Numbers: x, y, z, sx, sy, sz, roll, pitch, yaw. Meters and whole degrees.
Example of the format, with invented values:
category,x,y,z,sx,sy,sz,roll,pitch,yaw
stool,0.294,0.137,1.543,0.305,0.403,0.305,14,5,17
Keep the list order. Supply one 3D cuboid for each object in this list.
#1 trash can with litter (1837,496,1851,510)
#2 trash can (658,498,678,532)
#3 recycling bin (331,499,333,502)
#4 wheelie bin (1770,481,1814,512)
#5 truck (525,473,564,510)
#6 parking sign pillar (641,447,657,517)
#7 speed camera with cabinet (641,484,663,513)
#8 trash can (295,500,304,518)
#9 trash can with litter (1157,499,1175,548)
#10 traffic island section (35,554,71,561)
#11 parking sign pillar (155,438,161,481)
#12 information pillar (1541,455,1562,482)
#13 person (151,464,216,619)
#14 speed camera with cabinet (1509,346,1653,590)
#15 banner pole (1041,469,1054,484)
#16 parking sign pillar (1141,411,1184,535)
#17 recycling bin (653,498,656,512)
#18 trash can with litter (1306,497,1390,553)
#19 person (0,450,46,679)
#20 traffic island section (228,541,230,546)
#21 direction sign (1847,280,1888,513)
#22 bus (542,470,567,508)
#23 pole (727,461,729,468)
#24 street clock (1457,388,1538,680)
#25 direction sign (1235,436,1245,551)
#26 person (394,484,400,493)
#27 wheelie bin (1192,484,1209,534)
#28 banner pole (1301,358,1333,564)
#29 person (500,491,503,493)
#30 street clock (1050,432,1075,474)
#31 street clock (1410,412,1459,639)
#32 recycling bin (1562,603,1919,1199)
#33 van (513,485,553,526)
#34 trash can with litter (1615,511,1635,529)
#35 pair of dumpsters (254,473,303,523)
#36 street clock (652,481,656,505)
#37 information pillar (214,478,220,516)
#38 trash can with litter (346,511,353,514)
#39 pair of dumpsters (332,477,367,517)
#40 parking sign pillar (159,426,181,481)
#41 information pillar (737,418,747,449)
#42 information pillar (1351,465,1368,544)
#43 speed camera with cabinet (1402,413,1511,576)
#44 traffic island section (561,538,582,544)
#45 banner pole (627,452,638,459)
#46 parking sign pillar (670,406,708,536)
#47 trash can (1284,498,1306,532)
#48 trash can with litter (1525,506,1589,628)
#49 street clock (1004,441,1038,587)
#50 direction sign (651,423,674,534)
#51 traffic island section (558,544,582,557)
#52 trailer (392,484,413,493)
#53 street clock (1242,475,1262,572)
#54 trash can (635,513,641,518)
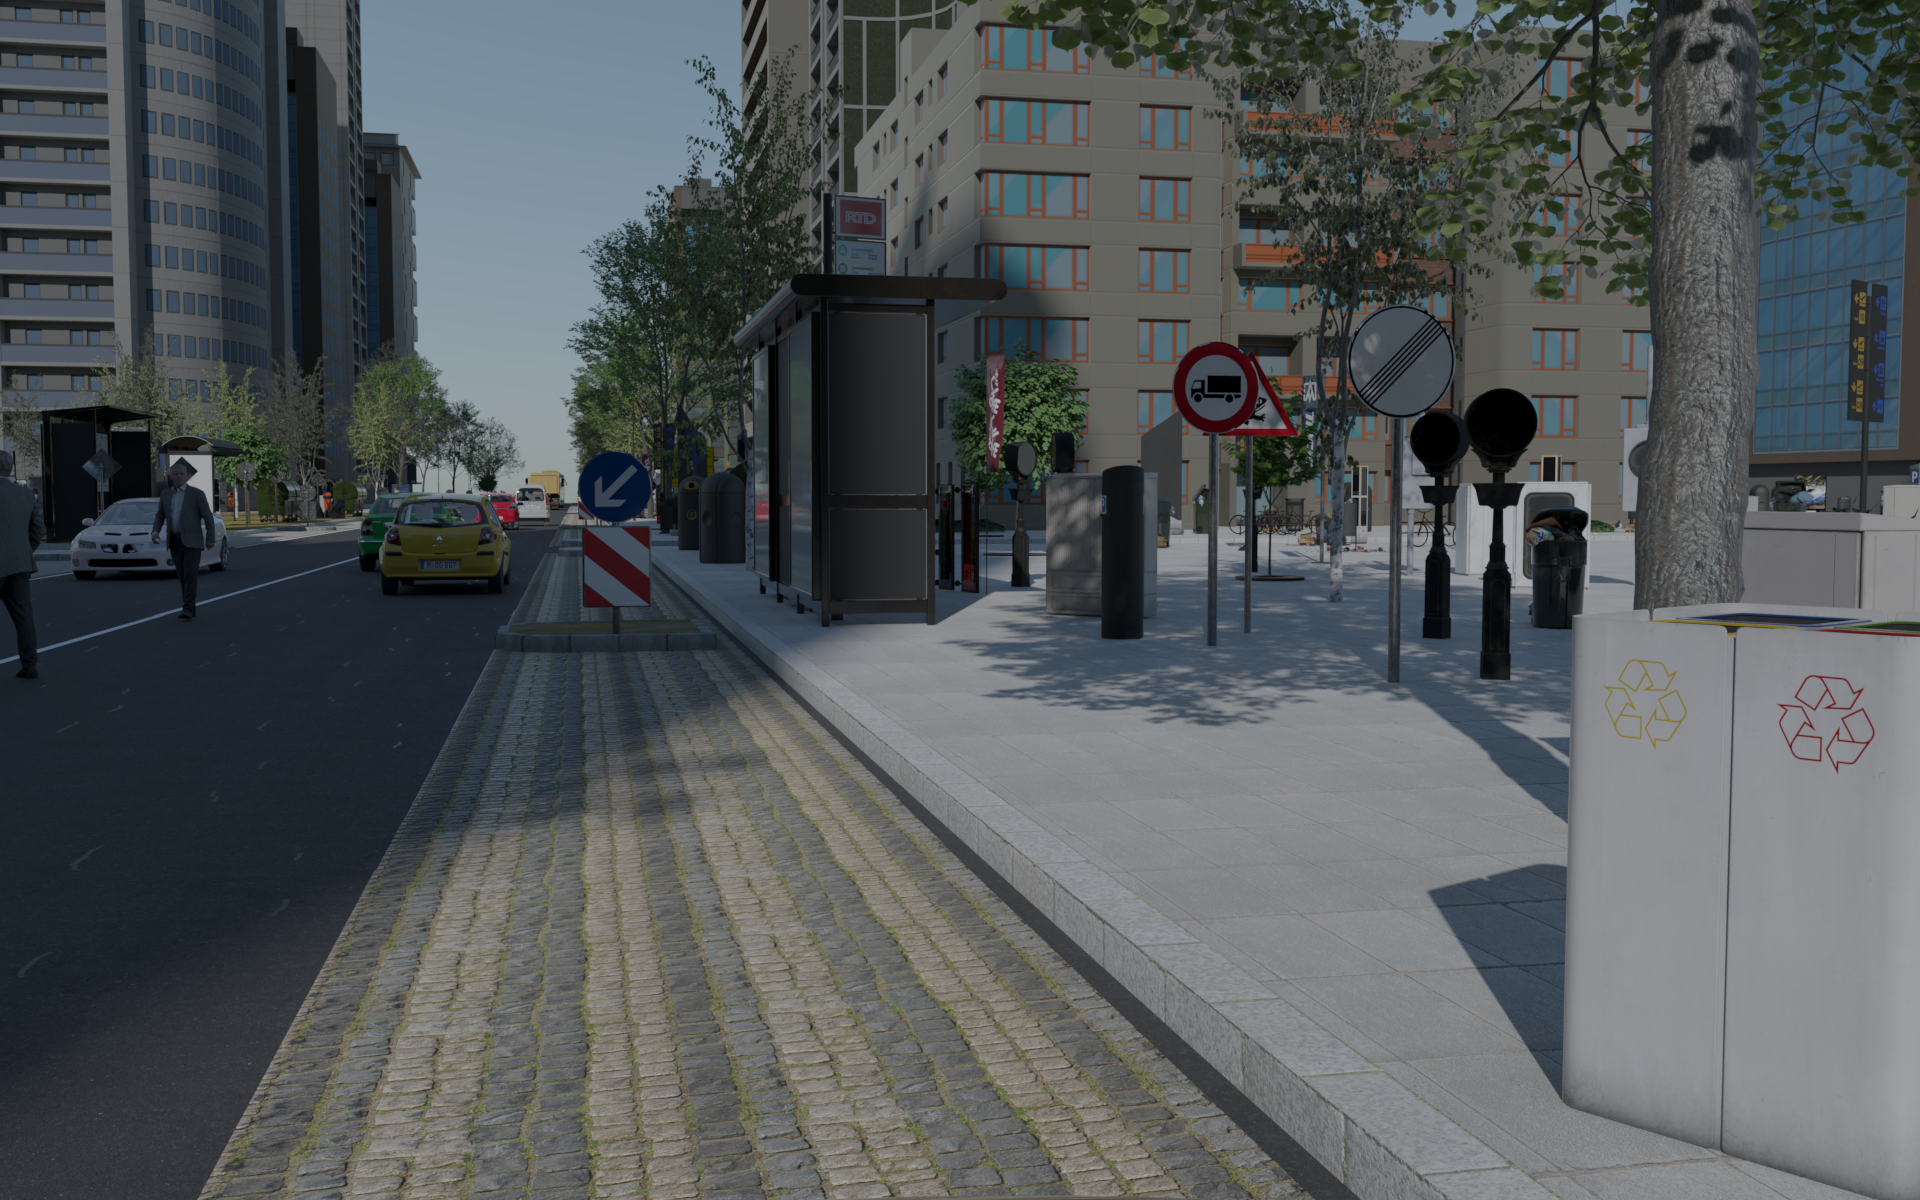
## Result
category,x,y,z,sx,sy,sz,roll,pitch,yaw
trash can with litter,35.259,-3.602,69.945,2.233,1.210,1.678,0,4,-2
trash can,-9.724,-2.828,57.886,0.748,1.137,0.748,0,3,0
recycling bin,-39.805,-5.933,109.562,0.722,1.027,0.722,-1,4,-11
wheelie bin,19.431,-1.994,40.515,0.980,1.594,0.693,3,4,36
truck,-37.463,-9.800,156.149,3.469,3.379,9.791,-1,4,-13
parking sign pillar,-17.844,-6.724,98.415,1.447,3.967,1.447,-1,4,-9
speed camera with cabinet,-18.432,-6.623,102.616,2.038,3.252,0.660,1,4,10
trash can,-35.859,-5.052,94.253,0.748,1.137,0.748,0,3,0
trash can with litter,4.823,-1.826,41.248,0.624,1.170,1.055,0,4,5
traffic island section,-18.999,-0.985,38.387,2.009,0.180,2.903,-1,4,-12
parking sign pillar,-38.230,-5.820,83.632,1.447,3.967,1.447,1,4,8
information pillar,11.114,-1.719,32.602,0.304,2.012,0.304,2,4,32
person,-8.903,-0.667,19.809,0.661,1.777,0.834,0,4,-7
speed camera with cabinet,8.528,-1.770,23.279,2.038,3.252,0.660,1,4,19
banner pole,2.785,-3.817,52.417,0.863,3.779,0.401,-2,4,-32
parking sign pillar,6.355,-4.049,54.672,1.447,3.967,1.447,0,4,6
recycling bin,-21.219,-6.695,122.016,0.722,1.027,0.722,1,4,12
trash can with litter,8.896,-1.669,38.349,2.233,1.210,1.678,1,4,23
person,-7.563,-0.285,13.560,0.834,1.777,0.661,2,4,24
traffic island section,-20.722,-1.462,46.185,2.009,0.180,2.903,-1,4,-12
direction sign,9.744,-1.630,18.653,0.876,3.537,0.379,-3,5,-41
bus,-42.696,-11.556,180.494,2.896,3.916,12.252,-1,4,-10
pole,-14.190,-6.864,106.077,0.158,3.312,0.155,0,3,0
street clock,3.720,-0.453,11.980,0.471,2.002,0.358,1,4,11
direction sign,6.478,-2.881,39.098,0.379,3.537,0.876,3,5,44
person,-20.405,-3.307,62.849,0.678,1.792,0.850,-3,5,-43
wheelie bin,7.846,-2.928,55.788,0.693,1.594,0.980,0,4,-1
banner pole,6.580,-2.575,32.115,0.401,3.779,0.863,-2,4,-28
person,-40.033,-8.671,150.957,1.217,1.739,0.721,2,4,24
street clock,1.204,-0.968,20.402,0.358,2.002,0.471,0,4,-5
street clock,4.249,-0.661,15.376,0.471,2.002,0.358,3,5,40
recycling bin,1.754,0.549,3.575,0.722,1.027,0.722,-3,5,-40
van,-19.312,-4.336,77.903,2.013,2.044,4.112,-1,4,-14
trash can with litter,24.642,-3.218,63.678,1.678,1.210,2.233,1,4,13
pair of dumpsters,-31.301,-4.714,79.569,1.574,2.255,4.437,-1,4,-12
street clock,-17.176,-5.630,96.622,0.471,2.002,0.358,0,4,-3
information pillar,-34.553,-4.643,80.412,0.304,2.012,0.304,-3,5,-39
trash can with litter,-38.704,-5.978,109.133,1.055,1.170,0.624,-1,4,-16
pair of dumpsters,-34.867,-5.889,98.778,1.574,2.255,4.437,-1,4,-12
parking sign pillar,-30.841,-4.912,68.780,1.447,3.967,1.447,-2,4,-25
information pillar,-6.715,-3.796,53.419,0.183,3.616,0.504,-3,4,-38
information pillar,10.290,-2.454,44.612,0.304,2.012,0.304,-2,4,-35
speed camera with cabinet,7.875,-2.016,27.291,2.038,3.252,0.660,0,4,-4
traffic island section,-10.135,-1.604,48.512,2.009,0.180,2.903,-1,4,-12
banner pole,-19.781,-6.994,104.375,0.863,3.779,0.401,-1,4,-14
parking sign pillar,-8.254,-3.977,53.503,1.447,3.967,1.447,1,4,16
trash can,11.454,-2.912,59.263,0.748,1.137,0.748,0,3,0
trash can with litter,5.720,-0.333,16.833,0.624,1.170,1.055,0,4,8
street clock,0.838,-1.183,23.909,0.358,2.002,0.471,3,5,41
direction sign,-9.509,-3.893,55.655,0.876,3.537,0.379,2,4,35
traffic island section,-8.411,-1.127,40.714,2.009,0.180,2.903,-1,4,-12
trailer,-32.612,-5.758,101.191,1.471,1.999,3.904,-1,4,-13
street clock,4.795,-1.456,28.369,0.471,2.002,0.358,1,4,10
trash can,-17.191,-4.894,91.664,0.748,1.137,0.748,0,3,0
